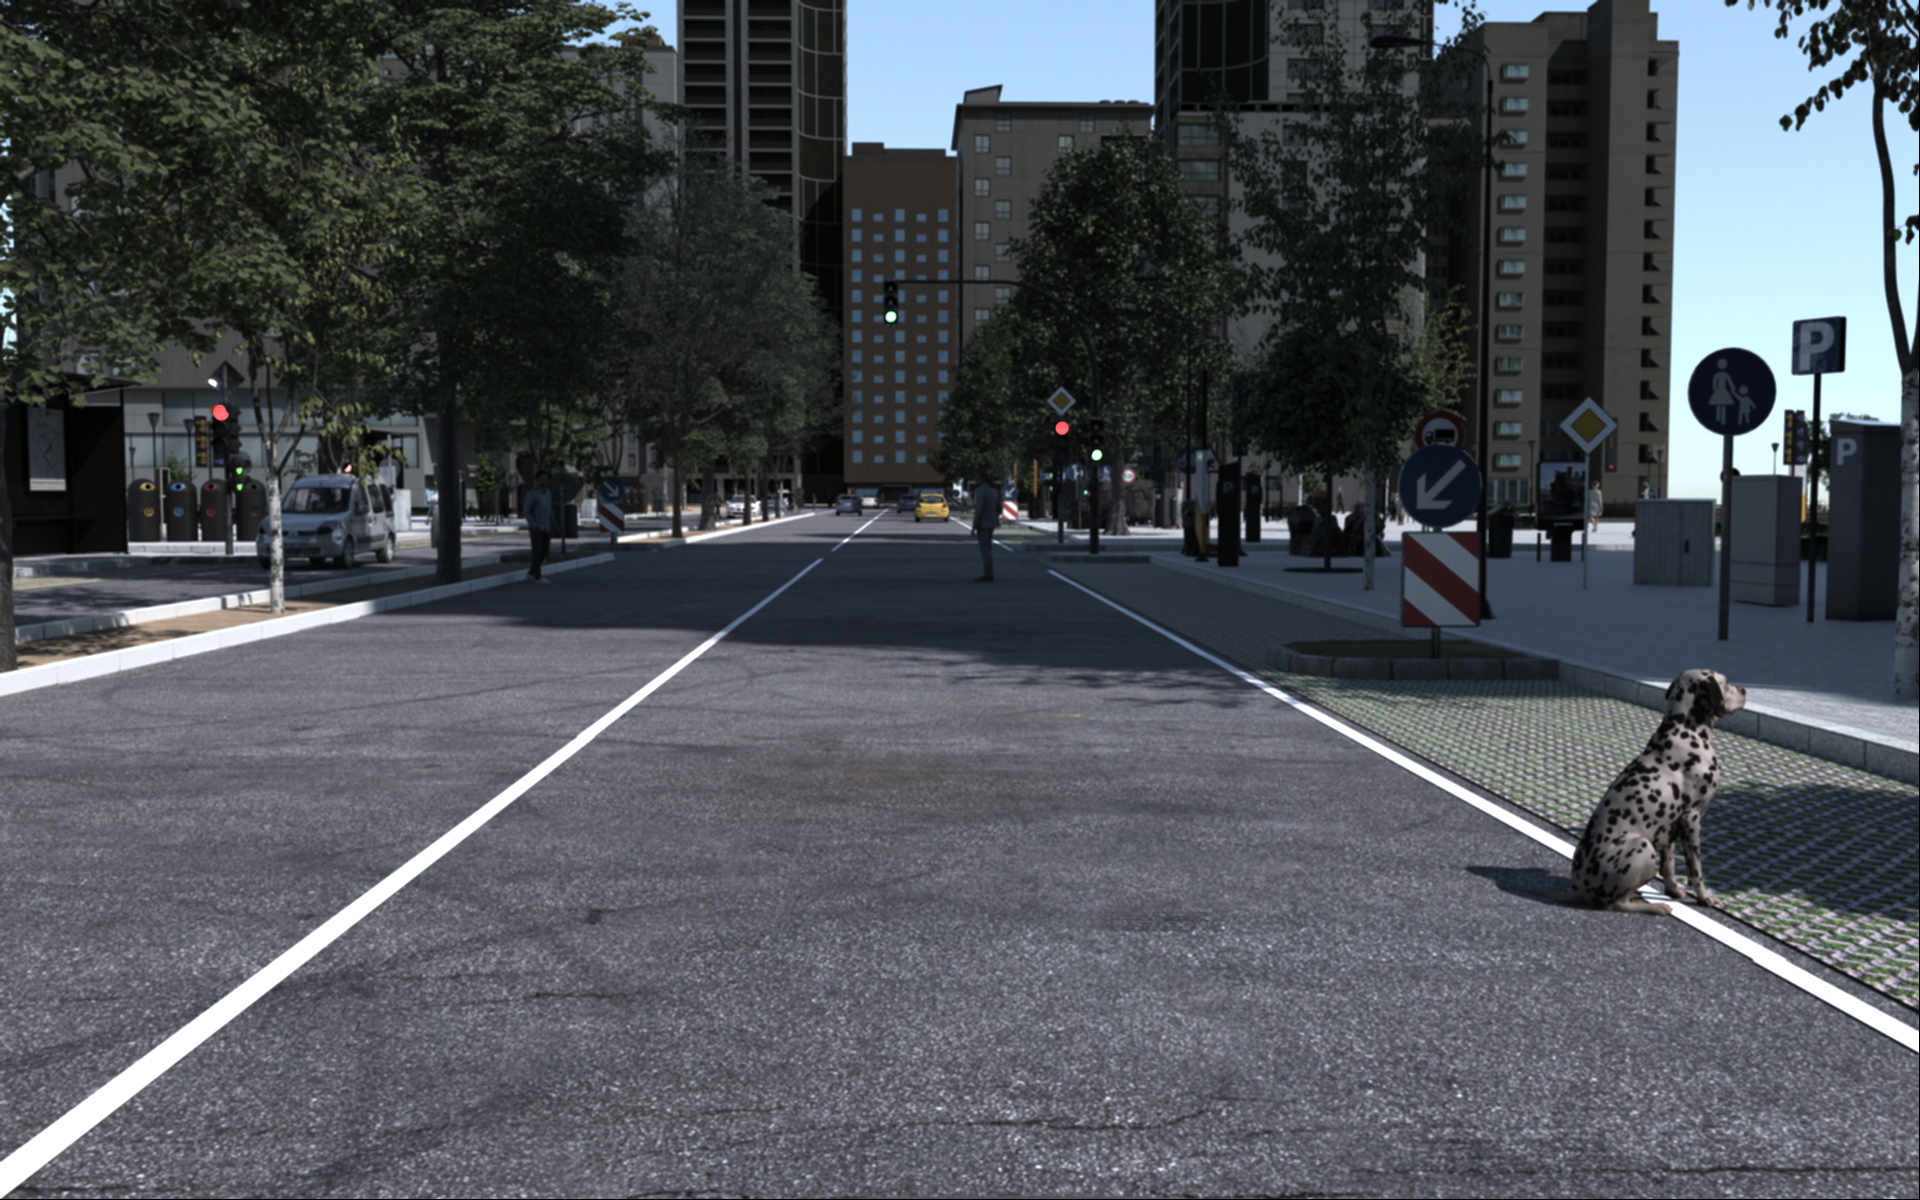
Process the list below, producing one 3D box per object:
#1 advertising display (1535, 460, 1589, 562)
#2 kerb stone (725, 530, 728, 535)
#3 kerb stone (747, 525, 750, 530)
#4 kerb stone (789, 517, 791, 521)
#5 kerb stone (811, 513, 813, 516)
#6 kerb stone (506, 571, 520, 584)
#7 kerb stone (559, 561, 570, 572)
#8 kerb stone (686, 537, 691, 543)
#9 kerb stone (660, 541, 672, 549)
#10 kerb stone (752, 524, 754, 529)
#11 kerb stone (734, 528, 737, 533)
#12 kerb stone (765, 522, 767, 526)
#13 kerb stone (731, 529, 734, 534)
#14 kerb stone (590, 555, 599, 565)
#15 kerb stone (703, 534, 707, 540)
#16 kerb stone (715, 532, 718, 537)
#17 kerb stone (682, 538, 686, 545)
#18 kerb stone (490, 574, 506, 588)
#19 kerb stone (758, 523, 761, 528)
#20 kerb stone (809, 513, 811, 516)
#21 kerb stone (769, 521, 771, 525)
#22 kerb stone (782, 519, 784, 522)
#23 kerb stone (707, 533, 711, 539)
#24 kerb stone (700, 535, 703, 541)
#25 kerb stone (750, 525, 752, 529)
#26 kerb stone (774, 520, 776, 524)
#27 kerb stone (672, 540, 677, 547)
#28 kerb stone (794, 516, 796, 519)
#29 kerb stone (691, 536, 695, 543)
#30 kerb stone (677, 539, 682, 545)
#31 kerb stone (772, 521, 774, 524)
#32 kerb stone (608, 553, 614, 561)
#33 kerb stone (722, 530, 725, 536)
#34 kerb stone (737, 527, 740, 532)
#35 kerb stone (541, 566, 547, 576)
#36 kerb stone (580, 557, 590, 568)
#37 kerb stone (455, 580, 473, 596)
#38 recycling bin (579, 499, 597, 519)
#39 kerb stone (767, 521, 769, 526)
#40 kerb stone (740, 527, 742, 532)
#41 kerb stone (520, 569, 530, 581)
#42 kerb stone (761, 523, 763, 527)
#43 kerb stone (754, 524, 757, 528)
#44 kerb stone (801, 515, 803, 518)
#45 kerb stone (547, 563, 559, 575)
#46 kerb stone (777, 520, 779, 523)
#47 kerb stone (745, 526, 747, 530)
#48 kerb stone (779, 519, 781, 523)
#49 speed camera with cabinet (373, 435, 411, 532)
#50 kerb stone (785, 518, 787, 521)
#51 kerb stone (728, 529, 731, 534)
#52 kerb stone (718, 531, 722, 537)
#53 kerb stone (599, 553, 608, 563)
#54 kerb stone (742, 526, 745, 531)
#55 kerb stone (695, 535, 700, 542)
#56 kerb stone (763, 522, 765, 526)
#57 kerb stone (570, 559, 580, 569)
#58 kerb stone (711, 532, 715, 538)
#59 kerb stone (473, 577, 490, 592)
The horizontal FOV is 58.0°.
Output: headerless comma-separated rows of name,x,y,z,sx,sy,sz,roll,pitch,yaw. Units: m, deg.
advertising display,11.429,-1.693,32.892,0.974,1.923,0.123,0,4,0
kerb stone,-8.264,-2.323,60.182,0.120,0.150,1.000,0,4,-2
kerb stone,-8.514,-2.825,68.385,0.120,0.150,1.000,0,4,-2
kerb stone,-9.223,-4.267,91.966,0.120,0.150,1.000,0,4,-2
kerb stone,-9.872,-5.580,113.470,0.120,0.150,1.000,0,4,-2
kerb stone,-7.285,-0.344,27.855,0.120,0.150,1.000,0,4,-2
kerb stone,-7.404,-0.598,31.971,0.120,0.150,1.000,0,4,-2
kerb stone,-7.955,-1.688,49.927,0.120,0.150,1.000,0,4,-2
kerb stone,-7.825,-1.445,45.832,0.120,0.150,1.000,0,4,-2
kerb stone,-8.574,-2.950,70.436,0.120,0.150,1.000,0,4,-2
kerb stone,-8.353,-2.508,63.269,0.120,0.150,1.000,0,4,-2
kerb stone,-8.759,-3.322,76.588,0.120,0.150,1.000,0,4,-2
kerb stone,-8.319,-2.449,62.238,0.120,0.150,1.000,0,4,-2
kerb stone,-7.504,-0.784,35.053,0.120,0.150,1.000,0,4,-2
kerb stone,-8.076,-1.944,54.027,0.120,0.150,1.000,0,4,-2
kerb stone,-8.167,-2.130,57.103,0.120,0.150,1.000,0,4,-2
kerb stone,-7.923,-1.629,48.906,0.120,0.150,1.000,0,4,-2
kerb stone,-7.256,-0.284,26.833,0.120,0.150,1.000,0,4,-2
kerb stone,-8.664,-3.139,73.518,0.120,0.150,1.000,0,4,-2
kerb stone,-9.778,-5.395,110.398,0.120,0.150,1.000,0,4,-2
kerb stone,-8.816,-3.447,78.644,0.120,0.150,1.000,0,4,-2
kerb stone,-9.072,-3.949,86.849,0.120,0.150,1.000,0,4,-2
kerb stone,-8.112,-2.010,55.057,0.120,0.150,1.000,0,4,-2
kerb stone,-8.048,-1.884,53.005,0.120,0.150,1.000,0,4,-2
kerb stone,-8.541,-2.888,69.413,0.120,0.150,1.000,0,4,-2
kerb stone,-8.911,-3.641,81.726,0.120,0.150,1.000,0,4,-2
kerb stone,-7.862,-1.500,46.854,0.120,0.150,1.000,0,4,-2
kerb stone,-9.354,-4.518,96.070,0.120,0.150,1.000,0,4,-2
kerb stone,-7.985,-1.759,50.955,0.120,0.150,1.000,0,4,-2
kerb stone,-7.893,-1.571,47.881,0.120,0.150,1.000,0,4,-2
kerb stone,-8.886,-3.578,80.694,0.120,0.150,1.000,0,4,-2
kerb stone,-7.562,-0.910,37.105,0.120,0.150,1.000,0,4,-2
kerb stone,-8.232,-2.260,59.160,0.120,0.150,1.000,0,4,-2
kerb stone,-8.387,-2.568,64.291,0.120,0.150,1.000,0,4,-2
kerb stone,-7.342,-0.472,29.909,0.120,0.150,1.000,0,4,-2
kerb stone,-7.468,-0.723,34.027,0.120,0.150,1.000,0,4,-2
kerb stone,-7.193,-0.157,24.784,0.120,0.150,1.000,0,4,-2
recycling bin,-19.537,-4.797,90.988,0.722,1.027,0.722,1,4,9
kerb stone,-8.782,-3.388,77.611,0.120,0.150,1.000,0,4,-2
kerb stone,-8.417,-2.630,65.313,0.120,0.150,1.000,0,4,-2
kerb stone,-7.321,-0.409,28.887,0.120,0.150,1.000,0,4,-2
kerb stone,-8.692,-3.202,74.541,0.120,0.150,1.000,0,4,-2
kerb stone,-8.601,-3.013,71.461,0.120,0.150,1.000,0,4,-2
kerb stone,-9.532,-4.892,102.213,0.120,0.150,1.000,0,4,-2
kerb stone,-7.374,-0.530,30.946,0.120,0.150,1.000,0,4,-2
kerb stone,-8.975,-3.766,83.778,0.120,0.150,1.000,0,4,-2
kerb stone,-8.472,-2.762,67.356,0.120,0.150,1.000,0,4,-2
kerb stone,-9.008,-3.829,84.799,0.120,0.150,1.000,0,4,-2
speed camera with cabinet,-19.187,-3.924,58.487,0.660,3.252,2.038,0,4,2
kerb stone,-9.128,-4.078,88.901,0.120,0.150,1.000,0,4,-2
kerb stone,-8.291,-2.381,61.211,0.120,0.150,1.000,0,4,-2
kerb stone,-8.192,-2.198,58.137,0.120,0.150,1.000,0,4,-2
kerb stone,-7.530,-0.843,36.075,0.120,0.150,1.000,0,4,-2
kerb stone,-8.450,-2.698,66.334,0.120,0.150,1.000,0,4,-2
kerb stone,-8.009,-1.820,51.977,0.120,0.150,1.000,0,4,-2
kerb stone,-8.728,-3.261,75.566,0.120,0.150,1.000,0,4,-2
kerb stone,-7.444,-0.661,33.003,0.120,0.150,1.000,0,4,-2
kerb stone,-8.139,-2.070,56.079,0.120,0.150,1.000,0,4,-2
kerb stone,-7.220,-0.221,25.807,0.120,0.150,1.000,0,4,-2
